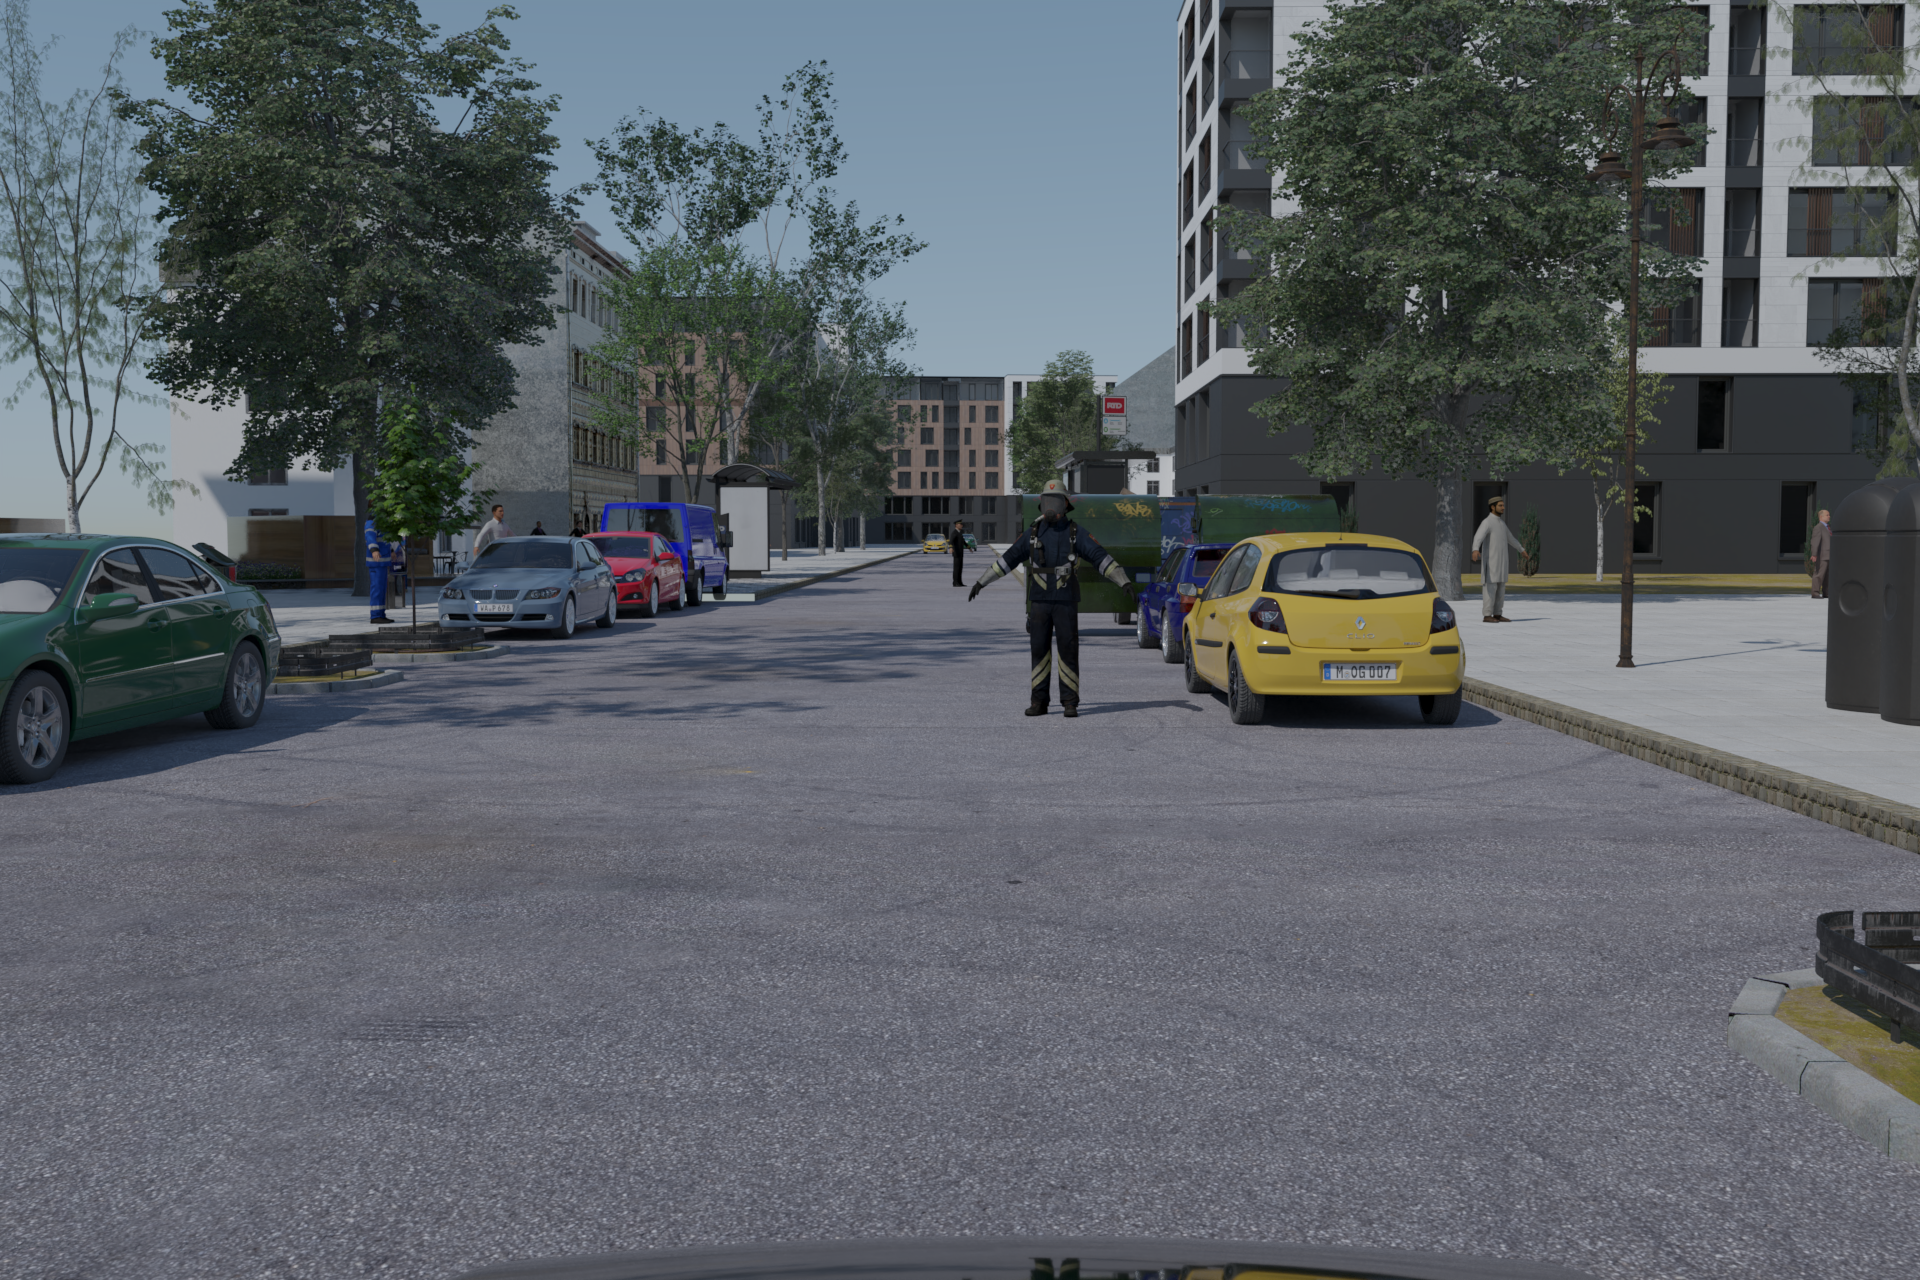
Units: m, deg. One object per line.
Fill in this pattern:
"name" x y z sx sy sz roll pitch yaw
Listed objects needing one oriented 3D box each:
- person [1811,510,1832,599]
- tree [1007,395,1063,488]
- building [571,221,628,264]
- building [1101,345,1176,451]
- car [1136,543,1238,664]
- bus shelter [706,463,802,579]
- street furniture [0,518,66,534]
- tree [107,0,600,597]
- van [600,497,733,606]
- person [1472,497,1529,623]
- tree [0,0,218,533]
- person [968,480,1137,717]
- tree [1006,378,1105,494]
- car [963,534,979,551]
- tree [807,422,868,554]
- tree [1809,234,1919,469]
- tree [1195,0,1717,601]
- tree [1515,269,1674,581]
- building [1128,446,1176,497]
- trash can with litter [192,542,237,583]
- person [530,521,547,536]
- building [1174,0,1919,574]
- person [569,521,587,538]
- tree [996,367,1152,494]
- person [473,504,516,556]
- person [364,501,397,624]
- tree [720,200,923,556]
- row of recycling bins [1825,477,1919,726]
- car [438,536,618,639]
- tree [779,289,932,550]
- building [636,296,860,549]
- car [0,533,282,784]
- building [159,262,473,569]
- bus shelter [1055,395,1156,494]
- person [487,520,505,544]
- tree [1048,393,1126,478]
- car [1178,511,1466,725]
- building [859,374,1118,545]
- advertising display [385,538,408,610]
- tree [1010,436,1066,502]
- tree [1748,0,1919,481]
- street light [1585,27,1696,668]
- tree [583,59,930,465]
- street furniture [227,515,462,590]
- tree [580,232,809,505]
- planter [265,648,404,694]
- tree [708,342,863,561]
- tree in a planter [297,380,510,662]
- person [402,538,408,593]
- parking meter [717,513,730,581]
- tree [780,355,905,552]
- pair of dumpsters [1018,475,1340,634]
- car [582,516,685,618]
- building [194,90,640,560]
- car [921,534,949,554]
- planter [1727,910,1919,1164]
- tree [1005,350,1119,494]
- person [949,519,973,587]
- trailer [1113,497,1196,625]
"person" 17.192 -1.699 34.368 0.990 1.755 0.434 -2 4 -33
"tree" 6.931 -12.198 125.191 9.928 11.665 9.643 0 3 0
"building" -27.567 -15.268 106.051 16.016 20.090 11.380 0 3 0
"building" 25.484 -22.425 197.581 19.493 23.208 18.063 0 4 1
"car" 3.108 -0.485 20.515 1.945 1.354 3.894 0 4 -1
"bus shelter" -6.128 -3.562 52.159 2.014 3.302 5.546 0 4 3
"street furniture" -27.149 -2.450 46.911 11.010 1.723 9.812 0 4 -7
"tree" -12.194 -7.869 35.321 9.857 13.997 8.962 0 3 0
"van" -6.055 -1.932 35.966 2.240 2.365 5.245 0 4 1
"person" 7.786 -1.164 25.120 1.344 1.819 0.704 -3 5 -40
"tree" -11.951 -4.463 23.335 4.360 8.622 3.978 0 3 0
"person" 0.738 -0.329 13.619 1.354 1.856 0.705 1 4 17
"tree" 6.616 -11.638 116.031 9.928 11.665 9.643 0 3 0
"car" 0.497 -8.077 143.860 2.131 1.459 4.920 0 4 0
"tree" -8.203 -9.889 112.048 4.360 8.622 3.978 0 3 0
"tree" 28.740 -6.981 48.554 8.767 10.594 7.601 1 4 13
"tree" 9.298 -7.731 33.060 9.857 13.997 8.962 0 3 0
"tree" 17.207 -5.887 46.610 4.737 8.622 4.395 0 3 0
"building" 21.181 -13.868 168.889 9.099 9.664 28.070 0 3 0
"trash can with litter" -9.880 -0.742 23.514 1.055 1.170 0.624 0 4 1
"person" -16.875 -3.871 69.512 0.704 1.802 1.346 2 4 31
"building" 22.584 -13.898 71.202 27.936 21.610 32.646 0 4 1
"person" -15.244 -3.867 69.413 0.705 1.806 1.347 3 5 42
"tree" 6.451 -9.896 96.213 8.767 10.594 7.601 -1 4 -10
"person" -8.257 -1.524 31.069 0.704 1.810 1.344 2 4 31
"person" -8.315 -1.154 24.841 0.704 1.831 1.345 -1 4 -8
"tree" -8.098 -14.940 100.153 12.611 20.169 13.585 0 3 0
"row of recycling bins" 6.753 -0.253 11.254 1.069 1.692 3.534 0 4 1
"car" -6.180 -0.808 25.217 2.014 1.417 4.499 0 4 1
"tree" -8.521 -17.180 136.780 12.611 20.169 13.585 0 3 0
"building" -24.732 -19.653 165.294 27.936 21.610 32.646 0 4 1
"car" -6.178 0.022 11.441 2.131 1.459 4.920 0 4 1
"building" -23.768 -7.677 67.665 9.099 9.664 28.070 0 4 1
"bus shelter" 3.815 -4.294 47.843 2.179 5.291 8.768 0 4 -1
"person" -17.060 -3.578 64.627 1.347 1.817 0.704 1 4 11
"tree" 6.492 -8.509 89.488 4.360 8.622 3.978 0 3 0
"car" 2.894 -0.259 14.452 2.015 1.641 3.980 0 3 0
"building" 2.559 -23.669 233.418 32.646 21.610 27.936 0 4 -5
"advertising display" -9.688 -1.496 29.675 0.123 1.923 0.974 0 4 1
"tree" 7.689 -12.606 140.526 7.601 10.594 8.767 -1 4 -13
"tree" 8.737 -4.007 15.880 4.360 8.622 3.978 0 3 0
"street light" 6.412 -2.674 16.506 0.468 5.910 1.993 0 4 0
"tree" -7.990 -13.025 68.851 12.611 20.169 13.585 0 3 0
"street furniture" -17.123 -2.305 44.549 11.010 1.723 9.812 -3 5 -42
"tree" -9.073 -8.133 58.736 9.928 11.665 9.643 0 3 0
"planter" -6.445 0.285 16.484 1.991 0.319 1.994 0 4 0
"tree" -8.238 -9.097 83.147 8.767 10.594 7.601 2 4 27
"tree in a planter" -6.407 -1.408 20.236 1.991 3.239 1.994 0 4 2
"person" -12.281 -1.965 37.990 0.705 1.847 1.347 -1 4 -13
"parking meter" -6.555 -2.566 47.667 0.399 1.863 0.255 0 4 1
"tree" -8.507 -13.150 121.652 9.857 13.997 8.962 0 3 0
"pair of dumpsters" 3.044 -1.194 24.470 4.436 2.255 1.574 0 4 0
"car" -6.099 -1.344 31.013 2.155 1.783 4.494 0 4 1
"building" -28.502 -16.106 94.269 19.493 23.208 18.063 0 3 0
"car" -1.748 -6.969 124.169 2.015 1.641 3.980 0 4 1
"planter" 3.138 1.021 4.447 1.991 0.319 1.994 0 4 1
"tree" 6.540 -11.556 107.063 7.486 12.596 7.792 0 3 0
"person" -0.023 -2.362 47.012 0.705 1.837 1.347 2 4 26
"trailer" 3.199 -1.305 28.390 1.471 1.999 3.904 0 4 0
